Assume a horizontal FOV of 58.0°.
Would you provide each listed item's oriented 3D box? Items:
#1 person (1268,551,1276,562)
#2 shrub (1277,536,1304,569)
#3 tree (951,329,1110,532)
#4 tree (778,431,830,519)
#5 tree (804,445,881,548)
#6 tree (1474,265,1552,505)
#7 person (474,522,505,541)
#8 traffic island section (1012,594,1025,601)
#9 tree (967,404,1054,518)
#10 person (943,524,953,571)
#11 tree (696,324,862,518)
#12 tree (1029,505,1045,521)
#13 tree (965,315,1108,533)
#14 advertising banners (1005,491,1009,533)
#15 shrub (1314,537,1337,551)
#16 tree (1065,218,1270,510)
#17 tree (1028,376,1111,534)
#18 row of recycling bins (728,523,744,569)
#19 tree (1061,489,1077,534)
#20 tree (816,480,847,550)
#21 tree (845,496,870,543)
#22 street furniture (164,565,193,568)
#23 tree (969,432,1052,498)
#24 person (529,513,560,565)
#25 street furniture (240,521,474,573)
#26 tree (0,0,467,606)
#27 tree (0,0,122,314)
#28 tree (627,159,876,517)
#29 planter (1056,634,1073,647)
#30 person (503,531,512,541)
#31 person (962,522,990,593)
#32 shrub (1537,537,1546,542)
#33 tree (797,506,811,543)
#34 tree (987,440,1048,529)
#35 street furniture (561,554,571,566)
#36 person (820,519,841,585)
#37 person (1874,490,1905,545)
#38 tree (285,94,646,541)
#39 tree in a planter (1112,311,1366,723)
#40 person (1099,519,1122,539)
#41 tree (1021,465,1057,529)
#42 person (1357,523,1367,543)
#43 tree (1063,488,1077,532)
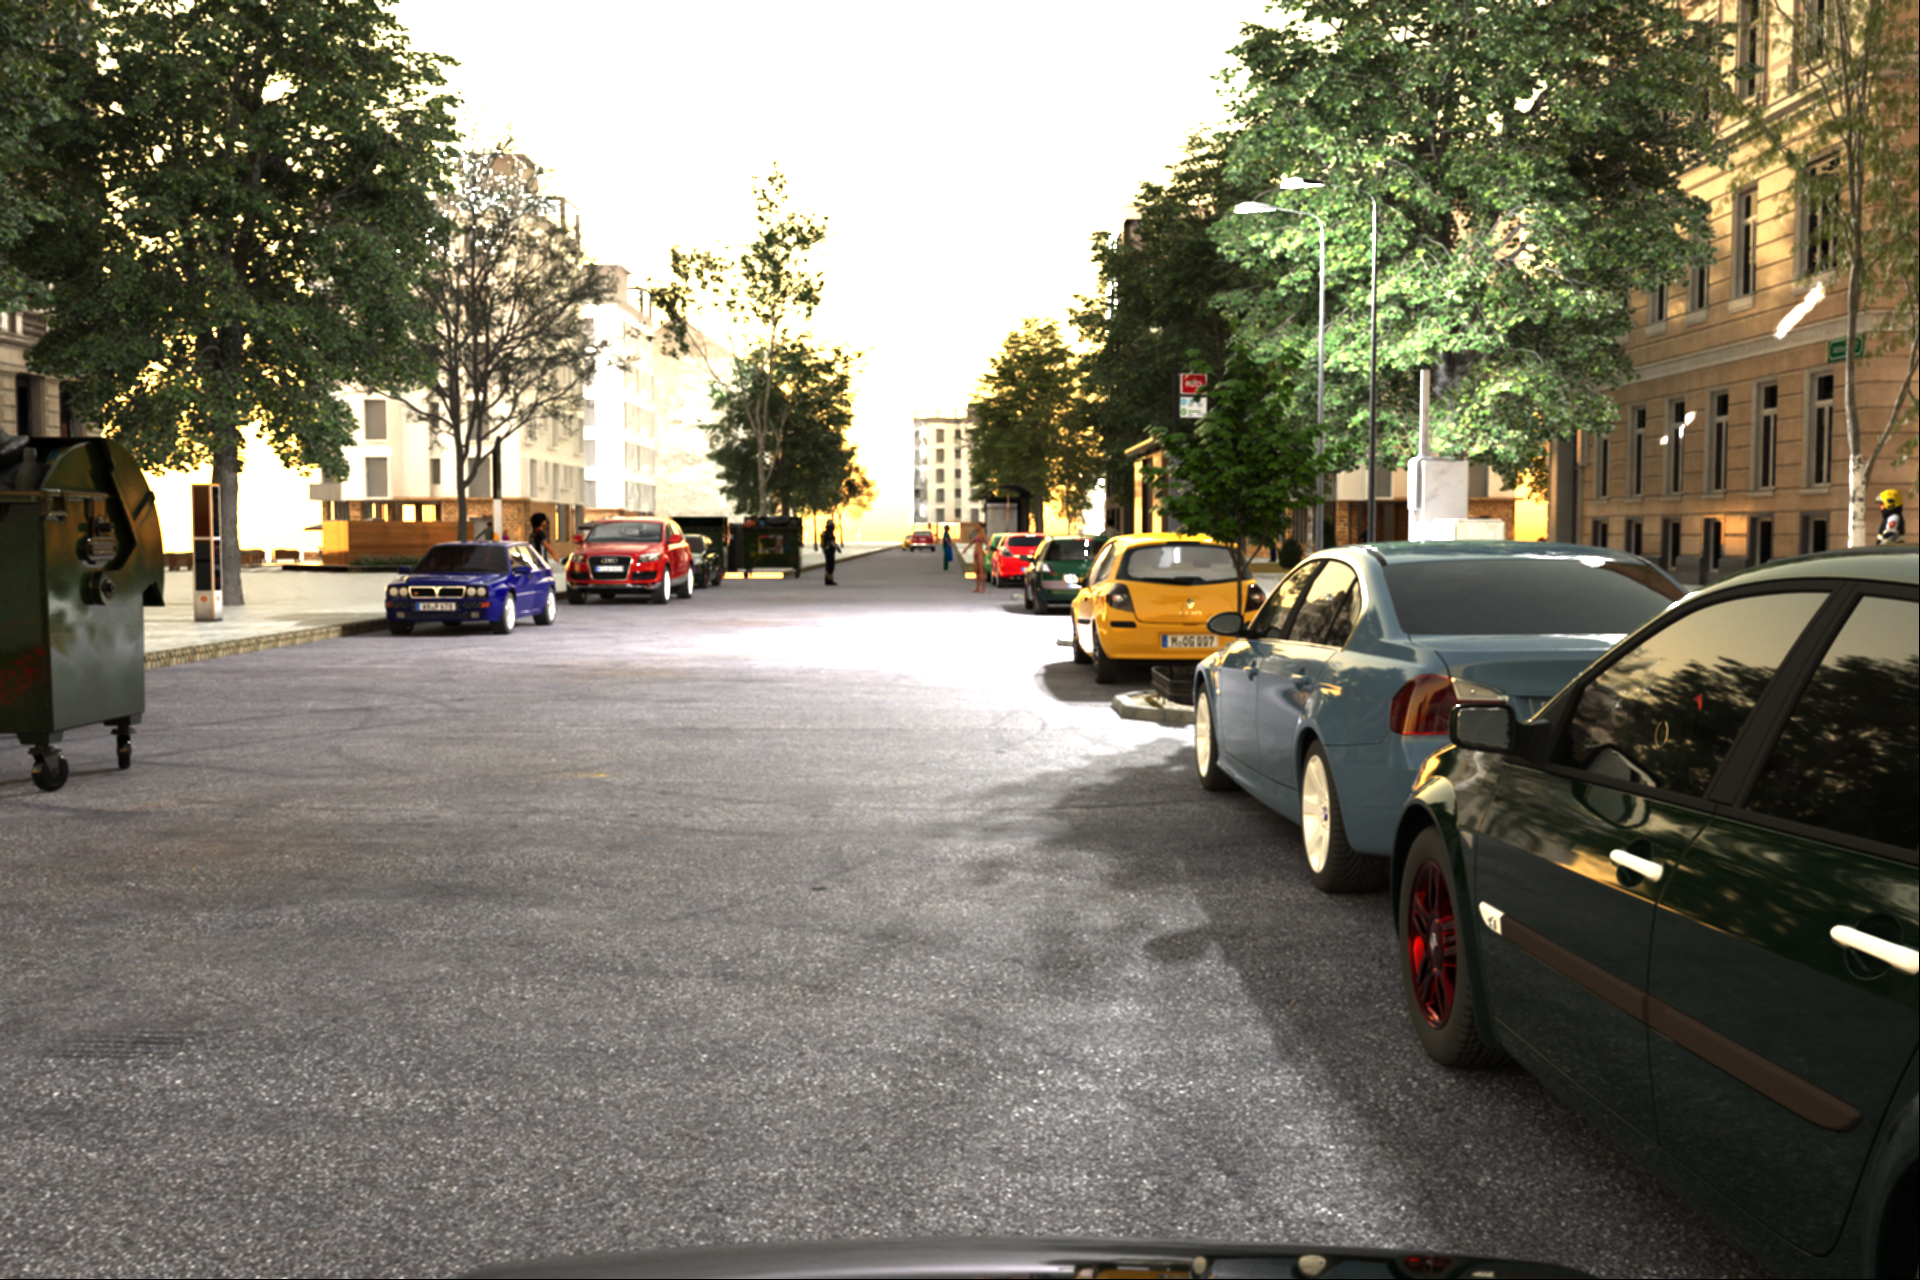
[{"bbox_3d":[14.240,-4.446,79.162,0.721,1.772,1.216,3,5,43],"label":"person"},{"bbox_3d":[12.013,-3.173,62.993,1.383,1.207,1.383,0,3,0],"label":"shrub"},{"bbox_3d":[4.609,-11.772,102.845,12.009,13.543,11.850,0,3,0],"label":"tree"},{"bbox_3d":[-10.690,-10.177,116.762,4.737,8.622,4.395,0,3,0],"label":"tree"},{"bbox_3d":[-11.104,-13.829,160.509,8.767,10.594,7.601,-3,4,-37],"label":"tree"},{"bbox_3d":[25.270,-9.497,73.403,7.486,12.596,7.792,0,3,0],"label":"tree"},{"bbox_3d":[-19.529,-4.015,71.914,1.348,1.796,0.705,0,4,-5],"label":"person"},{"bbox_3d":[2.139,-0.927,38.021,1.991,0.108,1.994,0,4,0],"label":"traffic island section"},{"bbox_3d":[4.233,-13.936,145.980,7.486,12.596,7.792,0,3,0],"label":"tree"},{"bbox_3d":[-0.481,-3.561,66.809,0.704,1.817,1.347,0,4,-4],"label":"person"},{"bbox_3d":[-10.731,-12.121,104.837,9.857,13.997,8.962,0,3,0],"label":"tree"},{"bbox_3d":[9.056,-19.536,253.833,7.601,10.594,8.767,0,4,1],"label":"tree"},{"bbox_3d":[3.803,-10.533,90.335,7.486,12.596,7.792,0,3,0],"label":"tree"},{"bbox_3d":[1.833,-4.376,67.728,0.090,3.025,2.074,0,4,-1],"label":"advertising banners"},{"bbox_3d":[14.790,-3.605,70.064,1.383,1.207,1.383,0,3,0],"label":"shrub"},{"bbox_3d":[8.976,-9.890,68.355,9.857,13.997,8.962,0,3,0],"label":"tree"},{"bbox_3d":[4.909,-8.017,81.437,4.360,8.622,3.978,0,3,0],"label":"tree"},{"bbox_3d":[-8.454,-3.588,65.770,1.069,1.692,3.534,0,4,0],"label":"row of recycling bins"},{"bbox_3d":[16.799,-18.167,247.391,4.360,8.622,3.978,0,3,0],"label":"tree"},{"bbox_3d":[-11.172,-11.649,140.823,4.737,8.622,4.395,0,3,0],"label":"tree"},{"bbox_3d":[-15.024,-18.530,253.332,4.737,8.622,4.395,0,3,0],"label":"tree"},{"bbox_3d":[-34.326,-3.057,65.612,5.734,0.657,10.072,3,5,44],"label":"street furniture"},{"bbox_3d":[4.705,-14.150,157.113,9.928,11.665,9.643,0,3,0],"label":"tree"},{"bbox_3d":[-7.736,-1.433,32.028,0.704,1.843,1.345,-2,4,-33],"label":"person"},{"bbox_3d":[-18.915,-3.331,61.314,9.812,1.723,11.010,3,5,44],"label":"street furniture"},{"bbox_3d":[-13.371,-7.609,31.057,9.857,13.997,8.962,0,3,0],"label":"tree"},{"bbox_3d":[-13.581,-6.771,17.363,9.857,13.997,8.962,0,3,0],"label":"tree"},{"bbox_3d":[-10.809,-14.328,90.158,12.611,20.169,13.585,0,3,0],"label":"tree"},{"bbox_3d":[2.265,-0.088,22.584,1.991,0.319,1.994,0,4,1],"label":"planter"},{"bbox_3d":[-19.582,-4.015,74.919,0.599,1.433,0.991,2,4,28],"label":"person"},{"bbox_3d":[0.413,-2.032,42.488,0.721,1.733,1.217,-2,4,-31],"label":"person"},{"bbox_3d":[25.309,-3.923,75.259,1.383,1.207,1.383,0,3,0],"label":"shrub"},{"bbox_3d":[-22.757,-18.548,253.619,4.737,8.622,4.395,0,3,0],"label":"tree"},{"bbox_3d":[4.112,-10.110,115.662,4.737,8.622,4.395,0,3,0],"label":"tree"},{"bbox_3d":[-12.843,-3.530,73.340,10.072,0.657,5.734,-3,5,-43],"label":"street furniture"},{"bbox_3d":[-3.636,-2.476,48.721,0.705,1.856,1.354,-1,4,-20],"label":"person"},{"bbox_3d":[12.061,-1.026,22.538,0.704,1.858,1.351,2,4,33],"label":"person"},{"bbox_3d":[-13.760,-8.414,47.937,12.009,13.543,11.850,0,3,0],"label":"tree"},{"bbox_3d":[2.264,-1.025,13.979,1.991,3.239,1.994,0,4,-1],"label":"tree in a planter"},{"bbox_3d":[4.375,-2.707,51.035,1.217,1.739,0.721,-1,4,-18],"label":"person"},{"bbox_3d":[5.005,-10.549,122.840,4.737,8.622,4.395,0,3,0],"label":"tree"},{"bbox_3d":[18.534,-4.456,79.073,0.704,1.802,1.346,-1,4,-16],"label":"person"},{"bbox_3d":[17.022,-18.443,251.911,4.360,8.622,3.978,0,3,0],"label":"tree"}]
